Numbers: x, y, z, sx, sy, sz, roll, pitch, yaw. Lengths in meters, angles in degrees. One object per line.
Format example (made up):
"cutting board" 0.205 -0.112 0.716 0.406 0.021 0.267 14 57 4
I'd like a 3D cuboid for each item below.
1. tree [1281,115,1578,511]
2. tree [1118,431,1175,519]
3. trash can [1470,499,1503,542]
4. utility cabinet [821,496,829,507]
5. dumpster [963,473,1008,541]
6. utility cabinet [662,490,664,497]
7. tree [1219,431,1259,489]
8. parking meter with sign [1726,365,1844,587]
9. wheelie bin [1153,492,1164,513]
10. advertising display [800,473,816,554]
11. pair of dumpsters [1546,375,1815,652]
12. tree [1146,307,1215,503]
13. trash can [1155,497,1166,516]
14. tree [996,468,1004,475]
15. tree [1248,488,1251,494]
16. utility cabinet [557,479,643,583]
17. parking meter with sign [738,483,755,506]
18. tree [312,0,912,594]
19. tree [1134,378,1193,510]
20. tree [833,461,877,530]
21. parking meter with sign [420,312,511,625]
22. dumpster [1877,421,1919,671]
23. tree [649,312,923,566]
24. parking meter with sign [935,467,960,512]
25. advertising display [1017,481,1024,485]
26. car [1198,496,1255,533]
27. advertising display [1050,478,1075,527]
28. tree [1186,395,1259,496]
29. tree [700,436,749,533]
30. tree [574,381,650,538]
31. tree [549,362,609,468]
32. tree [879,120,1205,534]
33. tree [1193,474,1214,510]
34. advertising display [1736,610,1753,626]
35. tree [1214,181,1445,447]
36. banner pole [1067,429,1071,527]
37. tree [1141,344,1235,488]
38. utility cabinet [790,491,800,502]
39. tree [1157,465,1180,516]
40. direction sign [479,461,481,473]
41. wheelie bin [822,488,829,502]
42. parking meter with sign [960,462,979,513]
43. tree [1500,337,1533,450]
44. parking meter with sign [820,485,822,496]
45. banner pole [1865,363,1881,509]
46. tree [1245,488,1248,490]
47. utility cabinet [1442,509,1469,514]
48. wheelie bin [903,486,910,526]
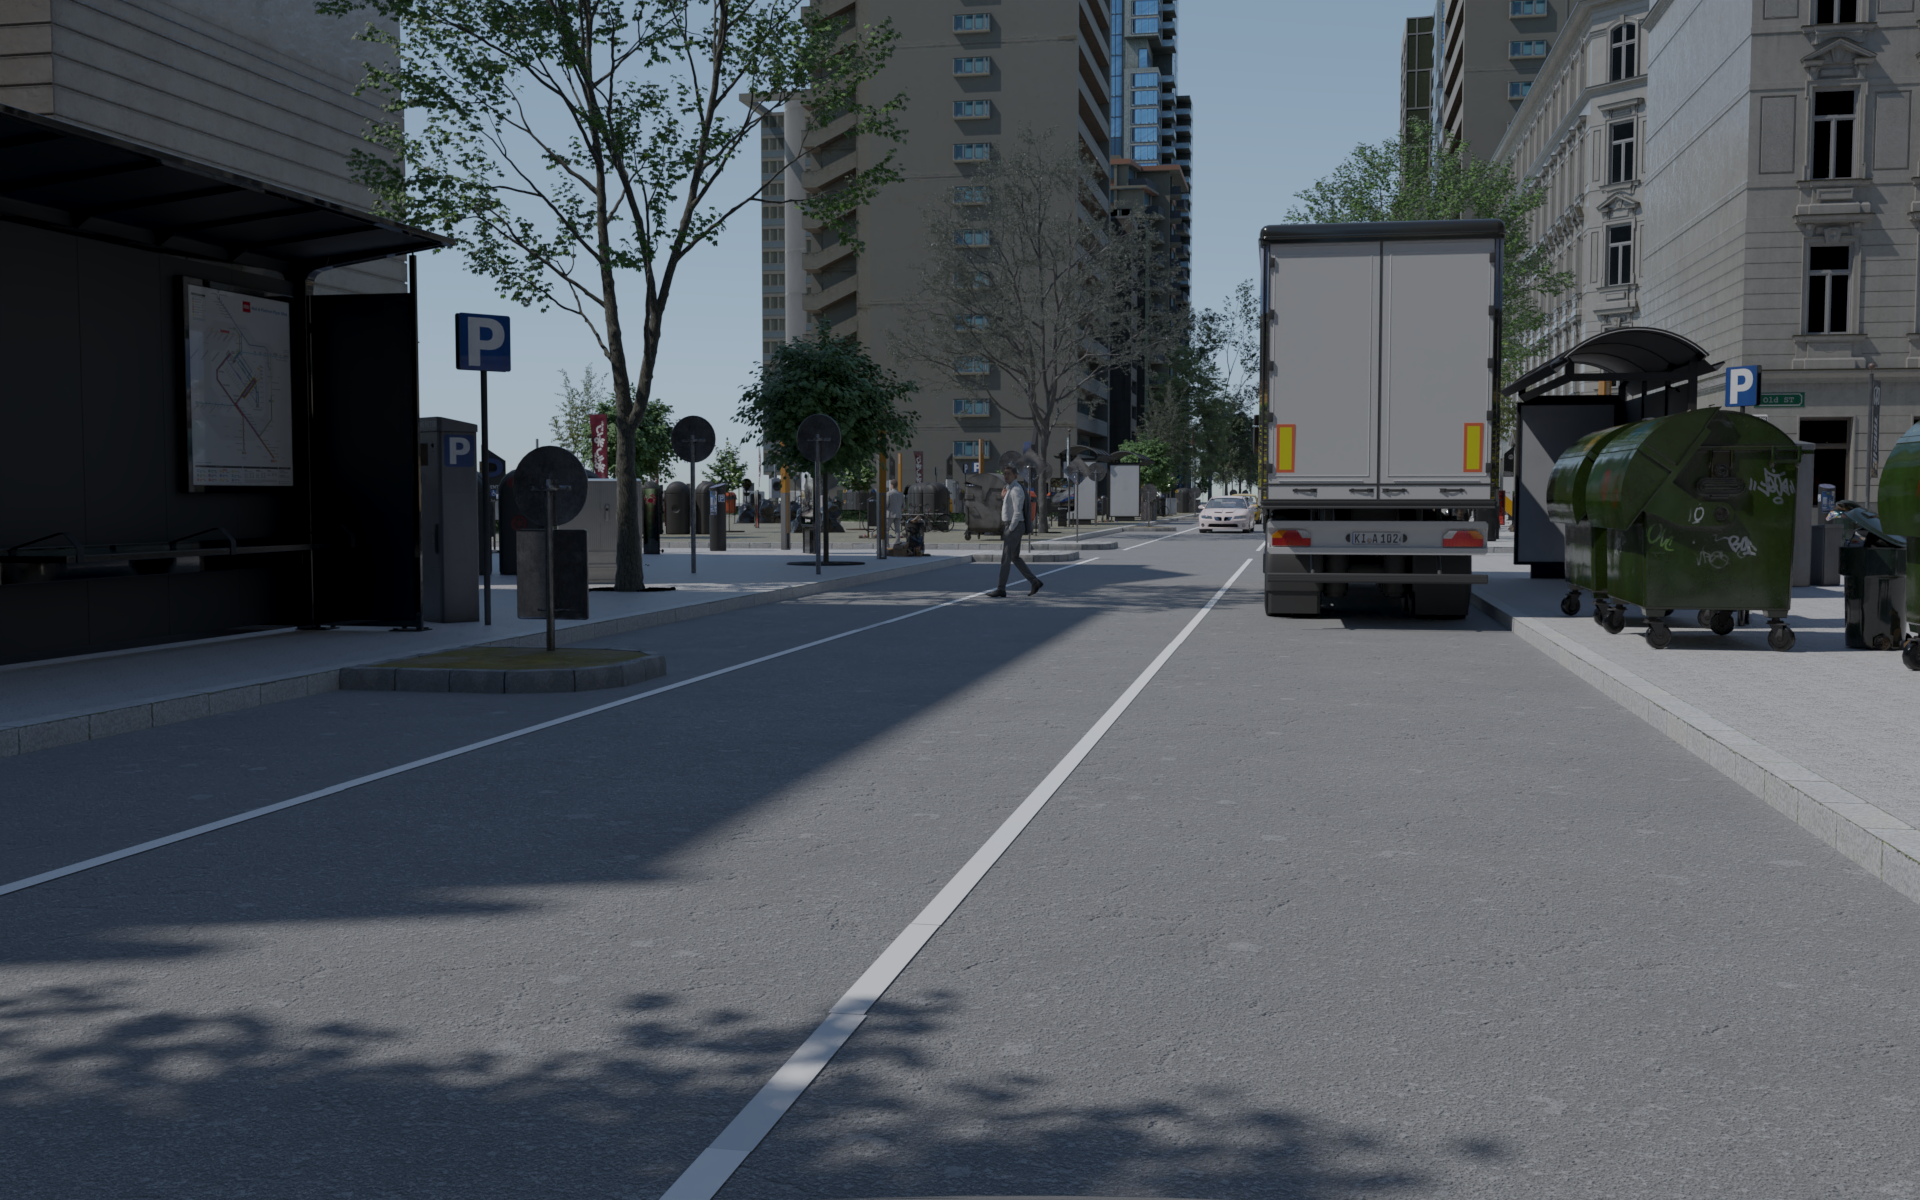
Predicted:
"tree" 13.150 -7.533 48.927 9.928 11.665 9.643 0 3 0
"tree" 9.665 -6.510 90.157 4.285 4.588 4.351 0 3 0
"trash can" 14.323 -2.161 46.992 0.748 1.137 0.748 0 3 0
"utility cabinet" -5.625 -3.575 69.616 0.306 1.237 1.020 -2 4 -29
"dumpster" 0.830 -2.595 48.189 1.264 1.857 1.865 1 4 11
"utility cabinet" -16.840 -5.610 100.399 1.173 1.500 0.318 0 4 5
"tree" 33.898 -17.113 214.203 8.767 10.594 7.601 2 4 30
"parking meter with sign" 11.430 -1.694 23.957 1.738 3.016 0.543 -1 4 -22
"wheelie bin" 13.244 -6.582 115.517 0.980 1.594 0.693 2 4 30
"advertising display" -3.240 -1.959 37.248 0.123 1.923 0.974 -1 4 -21
"pair of dumpsters" 6.568 -0.834 16.128 1.574 2.255 4.437 1 4 11
"tree" 22.969 -18.164 152.867 12.611 20.169 13.585 0 3 0
"trash can" 11.587 -5.403 99.986 0.748 1.137 0.748 0 3 0
"tree" 2.789 -7.216 112.575 1.663 3.219 1.824 0 3 0
"tree" 43.107 -18.818 258.041 4.360 8.622 3.978 0 3 0
"utility cabinet" -5.139 -0.980 24.695 1.173 1.500 0.318 -1 4 -16
"parking meter with sign" -13.275 -6.889 108.904 0.543 3.016 1.738 3 5 41
"tree" -4.285 -5.930 22.707 9.928 11.665 9.643 0 3 0
"tree" 12.818 -9.789 110.406 4.360 8.622 3.978 0 3 0
"tree" -3.589 -4.109 61.791 1.663 3.219 1.824 0 3 0
"parking meter with sign" -5.188 -1.297 17.467 0.543 3.016 1.738 -3 5 -43
"dumpster" 7.279 -0.560 11.645 1.502 2.255 1.985 1 4 11
"tree" -2.516 -2.924 31.525 4.285 4.588 4.351 0 3 0
"parking meter with sign" -0.448 -6.341 99.929 1.738 3.016 0.543 2 4 24
"advertising display" 3.243 -4.905 85.406 0.974 1.923 0.123 1 4 23
"car" 10.019 -3.211 64.857 2.083 1.381 4.827 1 4 13
"advertising display" 4.035 -3.853 68.207 0.974 1.923 0.123 0 4 2
"tree" 29.841 -16.957 194.256 9.611 12.733 9.660 0 3 0
"tree" -7.877 -3.879 58.024 1.663 3.219 1.824 0 3 0
"tree" -9.518 -4.083 50.466 4.285 4.588 4.351 0 3 0
"tree" -21.310 -8.993 97.393 4.737 8.622 4.395 0 3 0
"tree" 2.724 -8.942 56.569 12.009 13.543 11.850 0 3 0
"tree" 20.164 -9.144 144.104 1.663 3.219 1.824 0 3 0
"advertising display" 7.800 -0.730 17.157 0.123 1.923 0.974 2 4 29
"tree" 24.154 -15.316 106.305 12.611 20.169 13.585 0 3 0
"banner pole" 4.179 -4.694 66.762 0.401 3.779 0.863 0 4 -5
"tree" 17.334 -13.045 131.418 7.486 12.596 7.792 0 3 0
"utility cabinet" -11.426 -6.761 119.218 1.173 1.500 0.318 3 4 38
"tree" 11.995 -6.569 102.011 1.663 3.219 1.824 0 3 0
"direction sign" -33.070 -7.822 119.881 0.379 3.537 0.876 0 4 7
"wheelie bin" -7.090 -4.974 89.227 0.693 1.594 0.980 -1 4 -15
"parking meter with sign" 0.683 -5.997 94.310 0.543 3.016 1.738 1 4 20
"tree" 23.172 -7.690 76.095 4.737 8.622 4.395 0 3 0
"parking meter with sign" -6.662 -5.148 80.436 0.543 3.016 1.738 1 4 15
"banner pole" 17.563 -2.650 33.339 0.401 3.779 0.863 3 5 43
"tree" 45.575 -19.598 270.780 4.737 8.622 4.395 0 3 0
"utility cabinet" 20.336 -3.825 71.214 0.318 1.500 1.173 -3 4 -36
"wheelie bin" -1.867 -3.717 68.686 0.980 1.594 0.693 -2 4 -34
